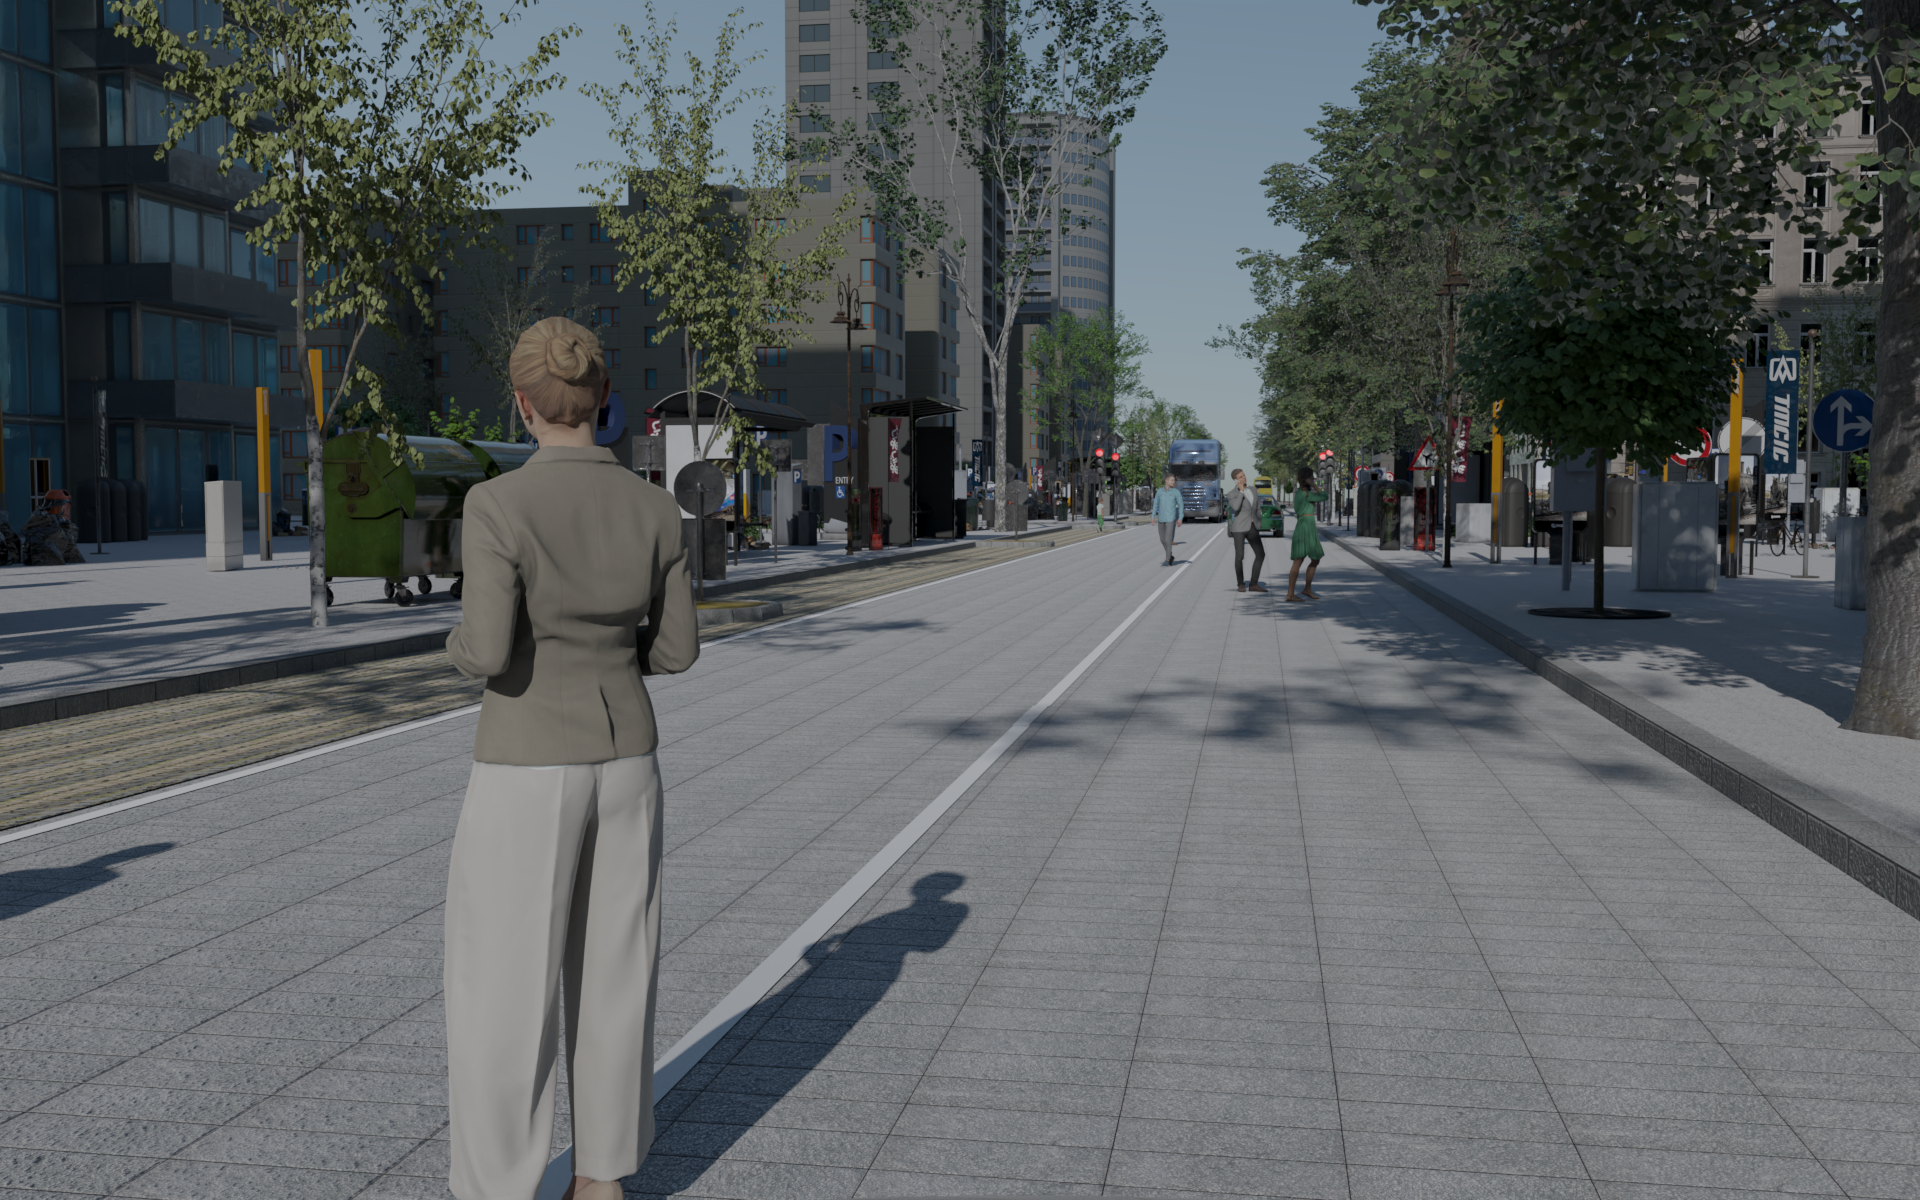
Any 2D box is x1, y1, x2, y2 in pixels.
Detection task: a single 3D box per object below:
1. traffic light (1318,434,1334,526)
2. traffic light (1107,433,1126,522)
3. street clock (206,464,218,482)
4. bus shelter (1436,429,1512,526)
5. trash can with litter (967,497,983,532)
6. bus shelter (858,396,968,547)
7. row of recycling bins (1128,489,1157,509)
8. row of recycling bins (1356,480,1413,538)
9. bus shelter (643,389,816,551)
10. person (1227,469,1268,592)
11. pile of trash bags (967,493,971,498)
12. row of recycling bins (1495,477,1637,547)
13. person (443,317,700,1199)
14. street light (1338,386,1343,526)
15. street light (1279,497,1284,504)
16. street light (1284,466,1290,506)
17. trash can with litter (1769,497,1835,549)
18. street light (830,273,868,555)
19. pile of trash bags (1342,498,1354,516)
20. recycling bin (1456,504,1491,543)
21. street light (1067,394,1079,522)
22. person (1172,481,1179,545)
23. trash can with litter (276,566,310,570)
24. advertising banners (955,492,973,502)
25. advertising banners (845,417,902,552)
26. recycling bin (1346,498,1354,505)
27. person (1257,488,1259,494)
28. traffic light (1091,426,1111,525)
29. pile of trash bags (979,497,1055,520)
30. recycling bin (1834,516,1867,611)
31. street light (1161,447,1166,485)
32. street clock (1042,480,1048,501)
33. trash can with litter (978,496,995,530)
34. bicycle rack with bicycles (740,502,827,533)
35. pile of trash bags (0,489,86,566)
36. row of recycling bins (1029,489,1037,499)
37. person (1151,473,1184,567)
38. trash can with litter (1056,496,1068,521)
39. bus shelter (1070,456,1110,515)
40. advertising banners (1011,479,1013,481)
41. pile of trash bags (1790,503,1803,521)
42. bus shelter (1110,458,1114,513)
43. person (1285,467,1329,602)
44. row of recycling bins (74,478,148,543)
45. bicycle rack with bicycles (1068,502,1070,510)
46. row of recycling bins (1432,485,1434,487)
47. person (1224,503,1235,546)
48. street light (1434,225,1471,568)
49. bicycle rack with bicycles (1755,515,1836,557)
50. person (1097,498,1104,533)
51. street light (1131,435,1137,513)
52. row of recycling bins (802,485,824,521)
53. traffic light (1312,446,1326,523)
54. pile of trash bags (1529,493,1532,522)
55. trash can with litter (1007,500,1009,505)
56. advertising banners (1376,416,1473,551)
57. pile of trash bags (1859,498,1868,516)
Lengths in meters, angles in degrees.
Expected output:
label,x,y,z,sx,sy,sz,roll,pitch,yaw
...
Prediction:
label,x,y,z,sx,sy,sz,roll,pitch,yaw
traffic light,14.860,-4.943,69.739,0.839,4.253,0.868,1,4,10
traffic light,7.137,-5.519,79.153,0.839,4.253,0.868,1,4,10
street clock,-18.205,-2.302,42.201,0.358,2.002,0.471,-2,4,-31
bus shelter,16.708,-3.846,56.800,2.014,3.302,5.546,1,4,10
trash can with litter,0.384,-2.952,59.654,0.624,1.170,1.055,1,4,15
bus shelter,-1.142,-3.274,44.805,1.731,3.624,6.357,1,4,10
row of recycling bins,15.306,-8.454,145.338,1.069,1.692,3.534,3,5,43
row of recycling bins,12.512,-2.691,51.106,1.069,1.692,3.534,0,4,-3
bus shelter,-4.683,-2.584,36.173,2.014,3.302,5.546,1,4,10
person,4.202,-1.018,25.322,0.592,1.802,0.473,-1,4,-8
pile of trash bags,1.527,-5.929,106.697,3.447,1.369,1.912,-3,4,-36
row of recycling bins,14.753,-2.139,42.090,3.534,1.692,1.069,0,4,1
person,-0.767,0.352,3.299,0.519,1.759,0.362,-3,5,-41
street light,15.116,-5.869,68.753,0.468,5.910,1.993,1,4,10
street light,42.419,-15.529,226.685,0.468,5.910,1.993,1,4,10
street light,35.774,-13.165,188.040,0.468,5.910,1.993,1,4,10
trash can with litter,20.165,-1.835,41.066,1.678,1.210,2.233,1,4,22
street light,-2.330,-3.894,36.447,0.468,5.910,1.993,1,4,10
pile of trash bags,23.920,-5.579,100.961,3.447,1.369,1.912,-3,5,-44
recycling bin,13.668,-2.046,46.008,0.722,1.027,0.722,-1,4,-17
street light,5.237,-6.559,80.030,0.468,5.910,1.993,1,4,10
person,5.900,-2.435,48.489,0.721,1.800,0.419,-2,4,-35
trash can with litter,-10.495,-1.122,29.398,1.678,1.210,2.233,-3,5,-40
advertising banners,-0.123,-6.934,109.552,2.074,3.025,0.090,2,4,30
advertising banners,-1.930,-2.630,39.188,0.090,3.025,2.074,2,4,35
recycling bin,24.793,-5.920,109.341,0.722,1.027,0.722,0,4,0
person,19.762,-6.553,115.598,0.622,1.834,0.822,-3,4,-39
traffic light,5.780,-5.037,71.283,0.839,4.253,0.868,1,4,10
pile of trash bags,2.972,-4.632,85.478,3.447,1.369,1.912,-3,5,-42
recycling bin,10.238,-0.414,19.319,0.722,1.027,0.722,1,4,13
street light,18.186,-11.156,155.186,0.468,5.910,1.993,1,4,10
street clock,4.431,-5.244,90.307,0.358,2.002,0.471,1,4,14
trash can with litter,0.653,-3.113,61.947,2.233,1.210,1.678,0,4,1
bicycle rack with bicycles,-5.446,-2.658,56.847,2.925,0.926,2.852,0,4,3
pile of trash bags,-17.238,-1.371,32.168,1.912,1.369,3.447,-1,4,-11
row of recycling bins,5.911,-7.866,135.716,3.534,1.692,1.069,-2,4,-27
person,4.144,-1.578,34.165,0.638,1.841,0.748,3,5,39
trash can with litter,4.735,-4.285,81.449,0.624,1.170,1.055,-1,4,-10
bus shelter,8.072,-7.166,108.453,1.731,3.624,6.357,1,4,10
advertising banners,3.341,-7.246,114.652,0.090,3.025,2.074,0,4,-5
pile of trash bags,40.686,-4.523,83.710,3.447,1.369,1.912,0,4,2
bus shelter,9.627,-7.670,116.694,1.731,3.624,6.357,1,4,10
person,4.593,-0.881,23.147,0.529,1.795,0.600,-1,4,-11
row of recycling bins,-22.792,-2.418,46.653,1.069,1.692,3.534,0,4,-6
bicycle rack with bicycles,9.806,-7.532,136.535,2.852,0.926,2.925,0,4,-8
row of recycling bins,17.586,-3.660,66.961,3.534,1.692,1.069,0,4,1
person,7.771,-2.411,48.263,0.623,1.781,0.721,-2,4,-27
street light,8.507,-3.503,30.064,0.468,5.910,1.993,1,4,10
bicycle rack with bicycles,17.711,-1.349,35.431,2.852,0.926,2.925,3,5,43
person,5.133,-3.103,63.476,0.306,1.304,0.590,2,4,31
street light,11.834,-8.923,118.684,0.468,5.910,1.993,1,4,10
row of recycling bins,-7.656,-4.635,82.890,3.534,1.692,1.069,3,5,44
traffic light,16.218,-5.424,77.608,0.839,4.253,0.868,1,4,10
pile of trash bags,21.933,-3.272,63.247,1.912,1.369,3.447,-2,4,-34
trash can with litter,2.144,-4.279,81.353,0.624,1.170,1.055,-2,4,-24
advertising banners,10.445,-2.618,38.986,2.074,3.025,0.090,1,4,15
pile of trash bags,40.822,-4.229,78.904,3.447,1.369,1.912,-2,4,-34
